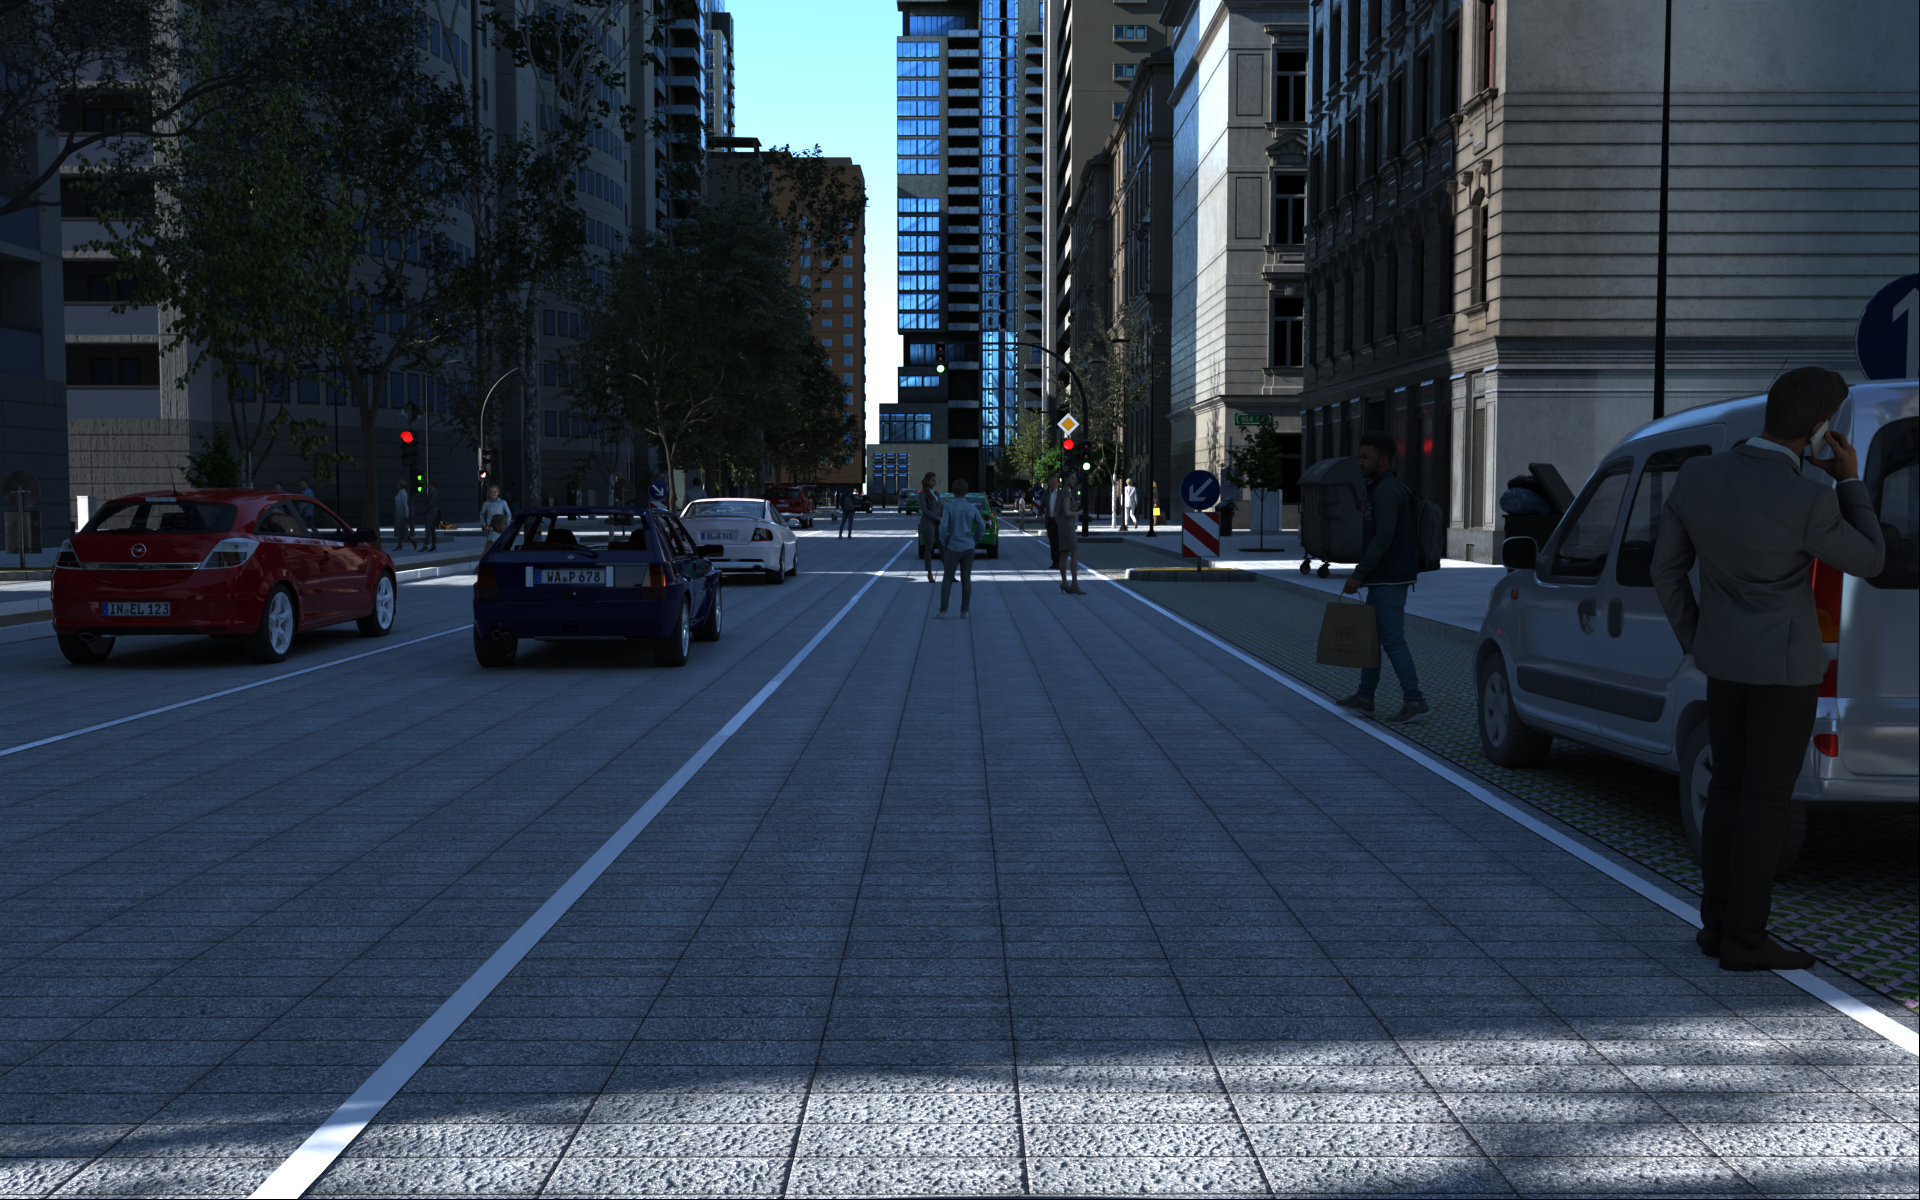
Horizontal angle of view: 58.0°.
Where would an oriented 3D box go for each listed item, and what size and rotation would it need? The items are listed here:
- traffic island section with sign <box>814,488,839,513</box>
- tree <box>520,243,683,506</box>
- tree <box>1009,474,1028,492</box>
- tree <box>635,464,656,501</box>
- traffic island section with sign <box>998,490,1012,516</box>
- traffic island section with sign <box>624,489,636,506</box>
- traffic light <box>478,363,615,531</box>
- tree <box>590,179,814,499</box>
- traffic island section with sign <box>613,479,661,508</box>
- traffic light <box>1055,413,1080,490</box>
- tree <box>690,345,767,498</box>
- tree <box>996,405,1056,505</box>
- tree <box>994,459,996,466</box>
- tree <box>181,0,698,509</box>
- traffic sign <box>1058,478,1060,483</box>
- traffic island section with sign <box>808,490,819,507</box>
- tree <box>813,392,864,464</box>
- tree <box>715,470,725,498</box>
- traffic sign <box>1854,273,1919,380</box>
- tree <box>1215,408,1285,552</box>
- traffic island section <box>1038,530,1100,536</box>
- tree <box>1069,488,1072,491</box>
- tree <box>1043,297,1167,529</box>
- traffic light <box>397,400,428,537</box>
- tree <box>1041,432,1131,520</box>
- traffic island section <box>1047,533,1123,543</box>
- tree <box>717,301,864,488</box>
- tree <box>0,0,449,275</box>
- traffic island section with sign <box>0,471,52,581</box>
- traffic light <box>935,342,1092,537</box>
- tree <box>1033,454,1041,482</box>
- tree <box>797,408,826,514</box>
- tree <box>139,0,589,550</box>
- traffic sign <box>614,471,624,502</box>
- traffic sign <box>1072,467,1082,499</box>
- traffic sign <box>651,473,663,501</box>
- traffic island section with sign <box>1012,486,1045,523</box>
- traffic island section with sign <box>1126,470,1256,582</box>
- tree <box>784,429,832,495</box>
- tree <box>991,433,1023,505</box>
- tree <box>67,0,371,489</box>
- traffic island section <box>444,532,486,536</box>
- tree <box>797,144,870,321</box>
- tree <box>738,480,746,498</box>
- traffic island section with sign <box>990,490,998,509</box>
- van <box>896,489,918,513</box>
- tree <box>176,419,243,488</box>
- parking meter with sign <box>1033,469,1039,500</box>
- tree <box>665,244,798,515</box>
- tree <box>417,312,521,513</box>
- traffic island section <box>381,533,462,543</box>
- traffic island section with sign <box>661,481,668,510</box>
[{"bbox_3d":[-10.428,-7.748,134.813,2.006,1.907,1.989,0,3,0],"label":"traffic island section with sign"},{"bbox_3d":[-10.183,-5.974,50.494,4.360,8.622,3.978,0,3,0],"label":"tree"},{"bbox_3d":[5.785,-10.563,167.308,1.663,3.219,1.824,0,3,0],"label":"tree"},{"bbox_3d":[-19.909,-7.075,110.280,1.663,3.219,1.824,0,3,0],"label":"tree"},{"bbox_3d":[3.670,-6.382,112.971,1.989,1.847,2.006,0,3,0],"label":"traffic island section with sign"},{"bbox_3d":[-16.198,-4.647,84.611,1.989,1.847,2.006,0,3,0],"label":"traffic island section with sign"},{"bbox_3d":[-14.351,-5.214,59.911,4.771,5.953,1.251,0,3,0],"label":"traffic light"},{"bbox_3d":[-10.356,-9.909,71.129,9.857,13.997,8.962,0,3,0],"label":"tree"},{"bbox_3d":[-10.278,-2.699,52.267,2.006,1.907,1.989,0,3,0],"label":"traffic island section with sign"},{"bbox_3d":[3.719,-4.343,59.925,0.839,4.253,0.868,0,3,0],"label":"traffic light"},{"bbox_3d":[-10.604,-7.707,78.830,4.737,8.622,4.395,0,3,0],"label":"tree"},{"bbox_3d":[5.853,-11.708,141.786,4.737,8.622,4.395,0,3,0],"label":"tree"},{"bbox_3d":[5.935,-16.049,212.759,4.737,8.622,4.395,0,3,0],"label":"tree"},{"bbox_3d":[-11.375,-11.197,41.421,12.611,20.169,13.585,0,3,0],"label":"tree"},{"bbox_3d":[6.139,-6.223,101.857,0.768,2.556,0.104,0,4,2],"label":"traffic sign"},{"bbox_3d":[-16.389,-11.030,188.975,1.989,1.847,2.006,0,3,0],"label":"traffic island section with sign"},{"bbox_3d":[-10.138,-10.478,108.191,8.767,10.594,7.601,0,3,0],"label":"tree"},{"bbox_3d":[-19.197,-8.750,137.665,1.663,3.219,1.824,0,3,0],"label":"tree"},{"bbox_3d":[5.563,-0.610,10.076,0.768,2.556,0.104,0,4,7],"label":"traffic sign"},{"bbox_3d":[6.829,-2.707,38.865,1.663,3.219,1.824,0,3,0],"label":"tree"},{"bbox_3d":[3.759,-2.309,60.039,2.009,0.180,2.903,0,3,0],"label":"traffic island section"},{"bbox_3d":[6.578,-7.129,111.166,1.663,3.219,1.824,0,3,0],"label":"tree"},{"bbox_3d":[5.513,-6.971,64.334,4.360,8.622,3.978,0,3,0],"label":"tree"},{"bbox_3d":[-16.428,-3.851,51.887,0.839,4.253,0.868,0,3,0],"label":"traffic light"},{"bbox_3d":[6.747,-6.225,85.500,4.285,4.588,4.351,0,3,0],"label":"tree"},{"bbox_3d":[3.773,-1.821,52.054,2.009,0.180,2.903,0,3,0],"label":"traffic island section"},{"bbox_3d":[-10.407,-10.960,98.654,9.611,12.733,9.660,0,3,0],"label":"tree"},{"bbox_3d":[-10.126,-6.255,15.090,12.009,13.543,11.850,0,3,0],"label":"tree"},{"bbox_3d":[-16.104,-1.258,29.191,1.989,1.847,2.006,0,3,0],"label":"traffic island section with sign"},{"bbox_3d":[1.642,-4.717,51.795,4.771,5.953,1.251,0,3,0],"label":"traffic light"},{"bbox_3d":[6.097,-7.429,105.179,4.285,4.588,4.351,0,3,0],"label":"tree"},{"bbox_3d":[-10.228,-10.234,120.144,4.360,8.622,3.978,0,3,0],"label":"tree"},{"bbox_3d":[-10.287,-5.731,30.568,8.767,10.594,7.601,0,3,0],"label":"tree"},{"bbox_3d":[-19.020,-5.873,96.125,0.768,2.556,0.104,0,4,4],"label":"traffic sign"},{"bbox_3d":[5.448,-5.049,82.665,0.768,2.556,0.104,0,4,6],"label":"traffic sign"},{"bbox_3d":[-18.657,-6.511,106.569,0.768,2.556,0.104,0,4,5],"label":"traffic sign"},{"bbox_3d":[3.718,-4.678,85.118,1.989,1.847,2.006,0,3,0],"label":"traffic island section with sign"},{"bbox_3d":[3.817,-1.249,29.047,1.989,1.847,2.006,0,3,0],"label":"traffic island section with sign"},{"bbox_3d":[-10.123,-9.917,114.961,4.737,8.622,4.395,0,3,0],"label":"tree"},{"bbox_3d":[5.695,-15.602,205.448,4.360,8.622,3.978,0,3,0],"label":"tree"},{"bbox_3d":[-10.118,-4.376,24.370,4.737,8.622,4.395,0,3,0],"label":"tree"},{"bbox_3d":[-16.482,-2.307,60.007,2.009,0.180,2.903,0,3,0],"label":"traffic island section"},{"bbox_3d":[-11.223,-13.999,87.234,12.611,20.169,13.585,0,3,0],"label":"tree"},{"bbox_3d":[-18.655,-12.076,147.803,4.360,8.622,3.978,0,3,0],"label":"tree"},{"bbox_3d":[3.579,-9.368,161.793,1.989,1.847,2.006,0,3,0],"label":"traffic island section with sign"},{"bbox_3d":[-3.935,-7.713,133.111,2.013,2.044,4.112,0,4,-1],"label":"van"},{"bbox_3d":[-19.185,-3.082,44.988,1.663,3.219,1.824,0,3,0],"label":"tree"},{"bbox_3d":[5.335,-7.607,120.627,0.543,3.016,1.738,0,4,4],"label":"parking meter with sign"},{"bbox_3d":[-10.247,-7.665,62.194,8.767,10.594,7.601,0,3,0],"label":"tree"},{"bbox_3d":[-18.657,-7.150,67.268,4.360,8.622,3.978,0,3,0],"label":"tree"},{"bbox_3d":[-16.468,-1.819,52.022,2.009,0.180,2.903,0,3,0],"label":"traffic island section"},{"bbox_3d":[-10.281,-3.152,59.674,2.006,1.907,1.989,0,3,0],"label":"traffic island section with sign"}]
